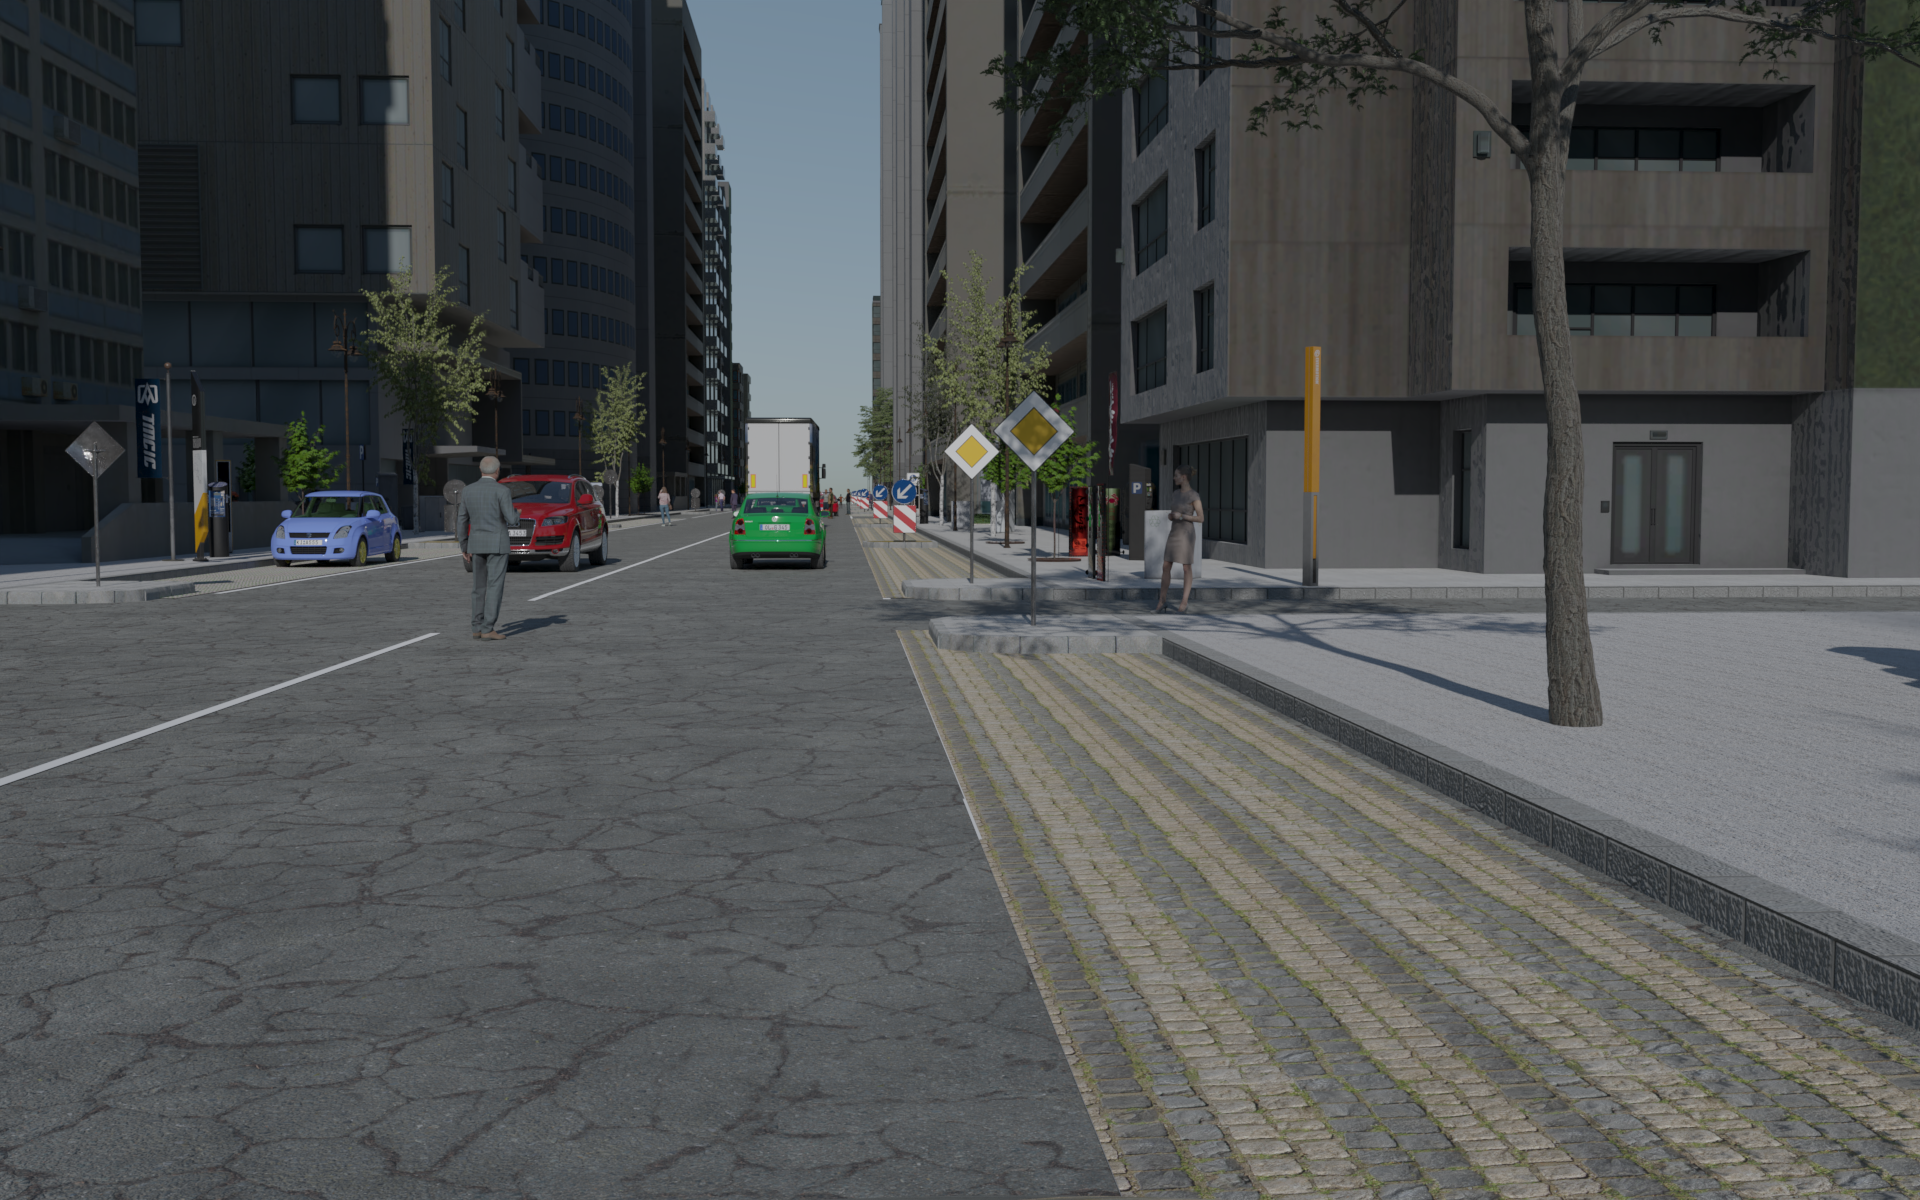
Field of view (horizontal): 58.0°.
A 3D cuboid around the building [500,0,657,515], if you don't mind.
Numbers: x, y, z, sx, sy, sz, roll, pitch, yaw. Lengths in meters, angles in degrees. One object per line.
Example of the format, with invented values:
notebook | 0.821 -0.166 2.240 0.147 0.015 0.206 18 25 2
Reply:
building | -31.887 -34.821 111.315 21.231 58.520 28.212 0 4 -4

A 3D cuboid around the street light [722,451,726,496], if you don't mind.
street light | -24.934 -12.877 183.325 0.468 5.910 1.993 0 4 -4

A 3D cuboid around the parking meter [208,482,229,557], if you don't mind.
parking meter | -15.065 -1.638 35.188 0.372 1.533 0.369 0 3 0

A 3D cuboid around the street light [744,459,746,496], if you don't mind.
street light | -27.572 -15.261 222.296 0.468 5.910 1.993 0 4 -4

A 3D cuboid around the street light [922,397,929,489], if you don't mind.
street light | -1.575 -6.567 80.164 0.468 5.910 1.993 0 4 -4

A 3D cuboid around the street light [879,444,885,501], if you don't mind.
street light | -6.793 -11.240 156.565 0.468 5.910 1.993 0 4 -4

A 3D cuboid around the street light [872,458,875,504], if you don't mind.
street light | -9.840 -13.909 200.204 0.468 5.910 1.993 0 4 -4

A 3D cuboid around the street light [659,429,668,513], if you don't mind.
street light | -20.579 -9.016 120.206 0.468 5.910 1.993 0 4 -4

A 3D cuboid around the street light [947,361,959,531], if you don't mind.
street light | -0.162 -5.349 60.252 0.468 5.910 1.993 0 4 -4

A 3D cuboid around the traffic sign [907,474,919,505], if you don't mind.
traffic sign | -2.283 -5.039 84.514 0.606 2.300 0.079 0 4 5

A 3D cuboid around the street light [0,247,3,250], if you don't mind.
street light | -13.957 -3.149 24.279 0.468 5.910 1.993 0 4 -4

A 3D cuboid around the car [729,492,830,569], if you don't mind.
car | -3.562 -1.561 34.324 1.959 1.807 4.718 0 4 -3

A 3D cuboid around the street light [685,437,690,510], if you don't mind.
street light | -21.886 -10.186 139.324 0.468 5.910 1.993 0 4 -4

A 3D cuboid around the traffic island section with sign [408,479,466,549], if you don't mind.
traffic island section with sign | -13.510 -2.299 46.213 1.989 1.847 2.006 0 4 -4

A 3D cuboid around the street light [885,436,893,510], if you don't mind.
street light | -5.511 -10.060 137.276 0.468 5.910 1.993 0 4 -4

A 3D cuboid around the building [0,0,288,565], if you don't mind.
building | -32.665 -21.092 36.741 32.217 40.220 23.993 0 4 -4

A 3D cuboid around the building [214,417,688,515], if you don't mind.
building | -38.534 -27.257 137.534 32.217 40.220 23.993 0 4 -4

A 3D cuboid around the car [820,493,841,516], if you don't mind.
car | -8.833 -6.334 112.607 2.155 1.783 4.494 0 4 -6

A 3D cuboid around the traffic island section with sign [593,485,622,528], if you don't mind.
traffic island section with sign | -15.353 -3.944 73.105 1.989 1.847 2.006 0 4 -4

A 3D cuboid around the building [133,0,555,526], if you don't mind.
building | -33.573 -29.692 74.697 28.713 52.752 27.495 0 4 -4

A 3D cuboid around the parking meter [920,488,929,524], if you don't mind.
parking meter | -1.542 -4.037 74.416 0.372 1.533 0.369 0 3 0

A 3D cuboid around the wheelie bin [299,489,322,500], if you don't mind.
wheelie bin | -23.304 -3.324 62.259 0.693 1.594 0.980 -3 5 -41

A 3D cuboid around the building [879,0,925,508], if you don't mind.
building | 1.014 -40.642 206.487 21.231 58.520 28.212 0 4 -4

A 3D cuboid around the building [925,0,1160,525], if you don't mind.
building | 9.328 -28.472 89.224 21.300 48.544 21.600 0 4 -4

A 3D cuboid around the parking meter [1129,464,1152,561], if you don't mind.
parking meter | 3.486 -1.697 33.464 0.399 1.863 0.255 2 4 34

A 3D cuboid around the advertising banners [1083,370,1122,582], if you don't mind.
advertising banners | 2.086 -1.796 25.551 0.090 3.025 2.074 0 4 -6

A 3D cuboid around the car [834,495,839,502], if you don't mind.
car | -11.433 -8.460 150.321 2.014 1.417 4.499 0 4 -4

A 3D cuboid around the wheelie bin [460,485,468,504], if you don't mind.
wheelie bin | -16.933 -3.195 60.149 0.980 1.594 0.693 2 4 28

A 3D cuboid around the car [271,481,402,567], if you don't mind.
car | -12.562 -1.552 34.959 1.945 1.707 3.694 0 4 -2

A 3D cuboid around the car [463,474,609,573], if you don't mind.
car | -8.094 -1.510 33.358 2.281 1.827 5.304 0 4 -2

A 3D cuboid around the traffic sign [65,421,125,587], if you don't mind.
traffic sign | -11.951 -1.243 23.966 0.795 2.450 0.064 0 4 -4

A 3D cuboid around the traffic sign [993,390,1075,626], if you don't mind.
traffic sign | 0.712 -0.805 16.807 0.795 2.450 0.064 0 4 -4

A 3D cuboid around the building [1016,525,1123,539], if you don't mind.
building | 13.610 -26.617 58.883 21.300 48.544 21.600 0 4 -4

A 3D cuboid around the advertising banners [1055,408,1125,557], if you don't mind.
advertising banners | 2.466 -2.396 35.358 2.074 3.025 0.090 -2 4 -27

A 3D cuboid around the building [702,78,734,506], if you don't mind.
building | -38.307 -35.311 196.940 23.786 49.044 30.456 0 4 -4

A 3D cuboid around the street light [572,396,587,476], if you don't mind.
street light | -17.932 -6.665 81.763 0.468 5.910 1.993 0 4 -4

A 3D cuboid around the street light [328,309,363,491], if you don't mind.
street light | -15.351 -4.318 43.391 0.468 5.910 1.993 0 4 -4

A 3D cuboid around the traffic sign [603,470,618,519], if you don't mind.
traffic sign | -18.183 -5.502 90.057 0.768 2.556 0.104 0 4 5

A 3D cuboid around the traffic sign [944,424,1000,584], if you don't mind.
traffic sign | 0.166 -1.292 24.773 0.795 2.450 0.064 0 4 -4

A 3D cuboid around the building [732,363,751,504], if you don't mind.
building | -43.739 -24.244 241.421 27.650 21.520 28.899 0 4 -4

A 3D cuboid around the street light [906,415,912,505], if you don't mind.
street light | -2.877 -7.749 99.483 0.468 5.910 1.993 0 4 -4

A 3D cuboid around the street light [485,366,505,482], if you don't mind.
street light | -16.719 -5.487 62.505 0.468 5.910 1.993 0 4 -4

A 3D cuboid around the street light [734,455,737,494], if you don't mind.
street light | -26.273 -14.072 202.859 0.468 5.910 1.993 0 4 -4

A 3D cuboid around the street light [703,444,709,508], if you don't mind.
street light | -23.304 -11.411 159.365 0.468 5.910 1.993 0 4 -4

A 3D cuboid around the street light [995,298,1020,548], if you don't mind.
street light | 1.120 -4.172 41.007 0.468 5.910 1.993 0 4 -4

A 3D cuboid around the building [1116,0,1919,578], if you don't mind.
building | 10.968 -15.941 32.340 14.107 30.474 14.160 0 4 -4

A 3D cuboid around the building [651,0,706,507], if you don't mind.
building | -35.387 -32.851 160.820 21.300 48.544 21.600 0 4 -4

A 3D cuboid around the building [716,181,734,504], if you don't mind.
building | -36.361 -32.797 219.821 14.154 41.232 14.086 0 4 -4

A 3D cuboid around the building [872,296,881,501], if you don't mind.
building | -5.778 -29.370 251.894 14.160 30.474 14.107 0 4 -4

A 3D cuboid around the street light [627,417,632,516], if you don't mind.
street light | -19.240 -7.822 100.679 0.468 5.910 1.993 0 4 -4

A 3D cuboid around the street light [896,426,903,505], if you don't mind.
street light | -4.111 -8.892 118.165 0.468 5.910 1.993 0 4 -4

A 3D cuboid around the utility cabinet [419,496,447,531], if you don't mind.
utility cabinet | -18.320 -3.004 60.277 0.306 1.237 1.020 2 4 29
